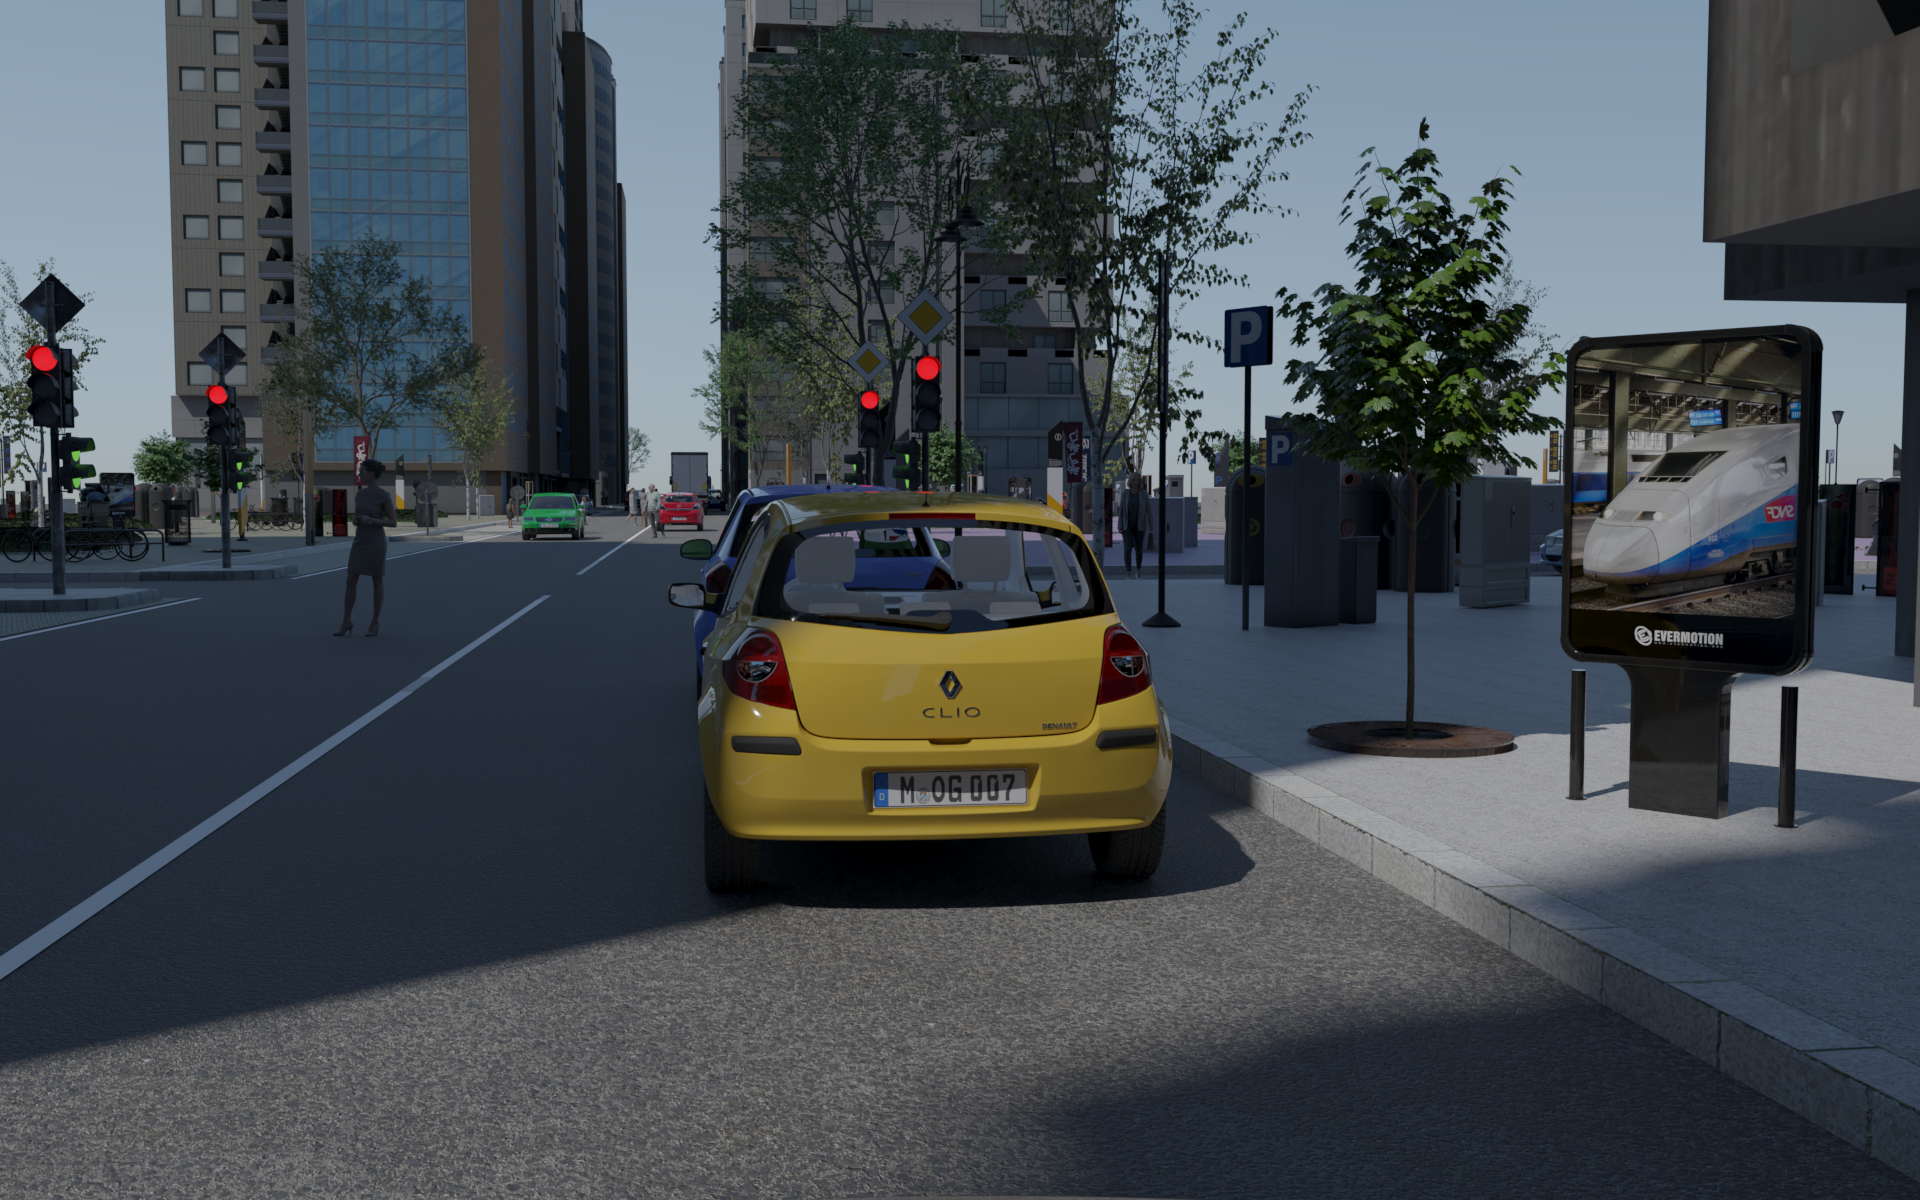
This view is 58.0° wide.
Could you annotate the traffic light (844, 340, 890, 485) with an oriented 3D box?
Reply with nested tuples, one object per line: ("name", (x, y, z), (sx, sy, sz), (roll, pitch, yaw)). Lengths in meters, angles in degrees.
("traffic light", (-1.692, -2.614, 31.666), (0.839, 4.253, 0.868), (-1, 4, -9))

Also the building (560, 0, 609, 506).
("building", (-50.528, -46.254, 194.507), (20.563, 71.187, 20.611), (-1, 4, -9))

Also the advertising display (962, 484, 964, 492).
("advertising display", (-0.229, -5.542, 95.827), (0.974, 1.923, 0.123), (-2, 4, -27))

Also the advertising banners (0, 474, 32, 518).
("advertising banners", (-41.774, -4.896, 76.234), (0.090, 3.025, 2.074), (1, 4, 19))

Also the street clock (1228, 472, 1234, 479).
("street clock", (9.029, -3.243, 57.594), (0.358, 2.002, 0.471), (0, 4, 2))

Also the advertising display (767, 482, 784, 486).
("advertising display", (-9.932, -5.385, 93.263), (0.974, 1.923, 0.123), (-2, 4, -23))

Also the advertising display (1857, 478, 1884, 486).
("advertising display", (36.819, -3.970, 70.119), (0.974, 1.923, 0.123), (1, 4, 13))

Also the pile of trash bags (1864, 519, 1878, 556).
("pile of trash bags", (19.674, -1.589, 35.739), (1.912, 1.369, 3.447), (3, 5, 39))

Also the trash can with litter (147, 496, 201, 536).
("trash can with litter", (-24.658, -2.637, 54.164), (1.678, 1.210, 2.233), (-1, 4, -17))

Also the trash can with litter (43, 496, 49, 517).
("trash can with litter", (-44.090, -4.438, 83.611), (1.678, 1.210, 2.233), (-1, 4, -15))

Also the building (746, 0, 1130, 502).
("building", (-3.207, -33.621, 138.936), (28.713, 52.752, 27.495), (-1, 4, -9))

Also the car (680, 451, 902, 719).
("car", (-0.980, -0.151, 12.067), (1.945, 1.707, 3.694), (0, 4, -8))

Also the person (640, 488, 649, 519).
("person", (-18.155, -5.585, 100.180), (0.716, 1.782, 0.532), (1, 4, 23))

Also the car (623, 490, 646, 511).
("car", (-28.072, -8.661, 150.282), (2.281, 1.827, 5.304), (-1, 4, -10))

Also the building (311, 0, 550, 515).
("building", (-36.618, -28.944, 123.342), (14.600, 45.320, 14.200), (-1, 4, -9))

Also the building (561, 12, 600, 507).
("building", (-42.045, -31.489, 164.947), (14.600, 45.320, 14.200), (-1, 4, -9))

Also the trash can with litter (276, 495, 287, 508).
("trash can with litter", (-35.179, -4.884, 90.917), (2.233, 1.210, 1.678), (-1, 4, -22))

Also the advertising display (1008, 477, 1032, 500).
("advertising display", (2.326, -3.785, 67.106), (0.974, 1.923, 0.123), (-2, 4, -27))

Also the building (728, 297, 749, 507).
("building", (-8.334, -19.790, 168.610), (27.650, 21.520, 28.899), (-1, 4, -9))

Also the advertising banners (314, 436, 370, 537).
("advertising banners", (-18.721, -3.422, 52.143), (2.074, 3.025, 0.090), (0, 4, 6))

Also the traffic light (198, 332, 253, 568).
("traffic light", (-12.725, -2.511, 29.982), (0.839, 4.253, 0.868), (-1, 4, -9))

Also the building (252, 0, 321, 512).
("building", (-35.241, -28.080, 109.215), (14.600, 45.320, 14.200), (-1, 4, -9))

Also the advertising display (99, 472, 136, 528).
("advertising display", (-25.062, -2.833, 51.532), (0.123, 1.923, 0.974), (3, 5, 45))

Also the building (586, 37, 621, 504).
("building", (-54.548, -41.415, 219.141), (21.231, 58.520, 28.212), (-1, 4, -9))

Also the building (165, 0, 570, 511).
("building", (-47.103, -33.843, 142.576), (28.713, 52.752, 27.495), (-1, 4, -9))

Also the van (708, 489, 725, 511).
("van", (-21.259, -8.711, 149.441), (2.013, 2.044, 4.112), (-1, 4, -9))

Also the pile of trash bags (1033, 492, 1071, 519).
("pile of trash bags", (3.510, -4.532, 83.848), (3.447, 1.369, 1.912), (0, 4, 3))

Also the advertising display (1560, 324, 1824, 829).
("advertising display", (2.893, -0.105, 6.925), (0.123, 1.923, 0.974), (-3, 5, -44))

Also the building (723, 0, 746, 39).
("building", (-17.588, -40.760, 208.416), (21.231, 58.520, 28.212), (-1, 4, -9))

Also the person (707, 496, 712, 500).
("person", (-19.112, -7.347, 129.335), (1.217, 1.736, 0.721), (0, 4, 5))

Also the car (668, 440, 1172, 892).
("car", (-0.301, 0.151, 7.759), (2.015, 1.641, 3.980), (0, 4, -8))

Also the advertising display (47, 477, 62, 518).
("advertising display", (-34.427, -3.713, 65.914), (0.123, 1.923, 0.974), (0, 4, -4))

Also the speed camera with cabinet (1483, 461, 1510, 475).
("speed camera with cabinet", (13.930, -3.122, 45.377), (0.660, 3.252, 2.038), (2, 4, 28))

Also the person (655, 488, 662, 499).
("person", (-20.781, -6.738, 118.676), (1.348, 1.824, 0.705), (2, 4, 34))

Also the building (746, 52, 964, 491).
("building", (-7.497, -21.178, 117.969), (14.160, 30.474, 14.107), (-1, 4, -9))

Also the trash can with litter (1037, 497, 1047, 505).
("trash can with litter", (3.469, -3.476, 68.228), (1.055, 1.170, 0.624), (-1, 4, -9))

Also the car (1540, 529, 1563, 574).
("car", (12.452, -1.122, 30.354), (4.499, 1.417, 2.014), (-1, 4, -10))

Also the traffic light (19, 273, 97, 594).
("traffic light", (-11.527, -2.029, 22.087), (0.839, 4.253, 0.868), (-1, 4, -9))

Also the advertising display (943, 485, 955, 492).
("advertising display", (-0.554, -5.459, 94.464), (0.123, 1.923, 0.974), (-3, 5, -41))

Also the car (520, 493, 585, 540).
("car", (-12.918, -2.830, 55.059), (1.959, 1.807, 4.718), (-1, 4, -10))

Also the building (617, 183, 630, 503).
("building", (-53.624, -36.165, 241.401), (14.600, 45.320, 14.200), (-1, 4, -9))

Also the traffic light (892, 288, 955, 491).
("traffic light", (-0.494, -2.131, 23.771), (0.839, 4.253, 0.868), (-1, 4, -9))

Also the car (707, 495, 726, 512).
("car", (-20.130, -7.916, 142.013), (1.945, 1.354, 3.894), (-1, 4, -10))

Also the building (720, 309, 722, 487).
("building", (-28.569, -29.738, 257.910), (14.160, 30.474, 14.107), (-1, 4, -9))

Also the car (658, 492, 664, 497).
("car", (-28.014, -9.250, 160.834), (1.945, 1.707, 3.694), (-1, 4, -9))

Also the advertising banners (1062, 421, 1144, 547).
("advertising banners", (3.473, -2.785, 41.725), (2.074, 3.025, 0.090), (1, 4, 10))

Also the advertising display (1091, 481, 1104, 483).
("advertising display", (6.517, -4.629, 80.895), (0.974, 1.923, 0.123), (3, 5, 41))

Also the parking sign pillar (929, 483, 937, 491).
("parking sign pillar", (-1.846, -6.016, 86.827), (1.447, 3.967, 1.447), (1, 4, 13))

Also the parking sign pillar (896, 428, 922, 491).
("parking sign pillar", (-2.645, -5.017, 70.495), (1.447, 3.967, 1.447), (3, 5, 41))

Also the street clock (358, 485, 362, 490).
("street clock", (-35.515, -5.991, 102.520), (0.358, 2.002, 0.471), (-1, 4, -20))

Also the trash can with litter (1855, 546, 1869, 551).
("trash can with litter", (20.703, -1.796, 40.418), (1.678, 1.210, 2.233), (3, 4, 37))

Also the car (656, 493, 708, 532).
("car", (-10.962, -3.598, 67.863), (2.155, 1.783, 4.494), (0, 4, -8))

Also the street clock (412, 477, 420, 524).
("street clock", (-23.304, -4.266, 74.312), (0.358, 2.002, 0.471), (-1, 4, -9))

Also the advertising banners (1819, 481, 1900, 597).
("advertising banners", (11.657, -1.550, 21.531), (0.090, 3.025, 2.074), (-3, 4, -38))

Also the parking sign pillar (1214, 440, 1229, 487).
("parking sign pillar", (12.279, -5.676, 81.279), (1.447, 3.967, 1.447), (1, 4, 21))

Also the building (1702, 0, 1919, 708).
("building", (11.459, -14.417, 7.426), (14.160, 30.474, 14.107), (-1, 4, -9))

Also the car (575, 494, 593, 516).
("car", (-25.672, -6.397, 116.600), (2.014, 1.417, 4.499), (-1, 4, -9))
